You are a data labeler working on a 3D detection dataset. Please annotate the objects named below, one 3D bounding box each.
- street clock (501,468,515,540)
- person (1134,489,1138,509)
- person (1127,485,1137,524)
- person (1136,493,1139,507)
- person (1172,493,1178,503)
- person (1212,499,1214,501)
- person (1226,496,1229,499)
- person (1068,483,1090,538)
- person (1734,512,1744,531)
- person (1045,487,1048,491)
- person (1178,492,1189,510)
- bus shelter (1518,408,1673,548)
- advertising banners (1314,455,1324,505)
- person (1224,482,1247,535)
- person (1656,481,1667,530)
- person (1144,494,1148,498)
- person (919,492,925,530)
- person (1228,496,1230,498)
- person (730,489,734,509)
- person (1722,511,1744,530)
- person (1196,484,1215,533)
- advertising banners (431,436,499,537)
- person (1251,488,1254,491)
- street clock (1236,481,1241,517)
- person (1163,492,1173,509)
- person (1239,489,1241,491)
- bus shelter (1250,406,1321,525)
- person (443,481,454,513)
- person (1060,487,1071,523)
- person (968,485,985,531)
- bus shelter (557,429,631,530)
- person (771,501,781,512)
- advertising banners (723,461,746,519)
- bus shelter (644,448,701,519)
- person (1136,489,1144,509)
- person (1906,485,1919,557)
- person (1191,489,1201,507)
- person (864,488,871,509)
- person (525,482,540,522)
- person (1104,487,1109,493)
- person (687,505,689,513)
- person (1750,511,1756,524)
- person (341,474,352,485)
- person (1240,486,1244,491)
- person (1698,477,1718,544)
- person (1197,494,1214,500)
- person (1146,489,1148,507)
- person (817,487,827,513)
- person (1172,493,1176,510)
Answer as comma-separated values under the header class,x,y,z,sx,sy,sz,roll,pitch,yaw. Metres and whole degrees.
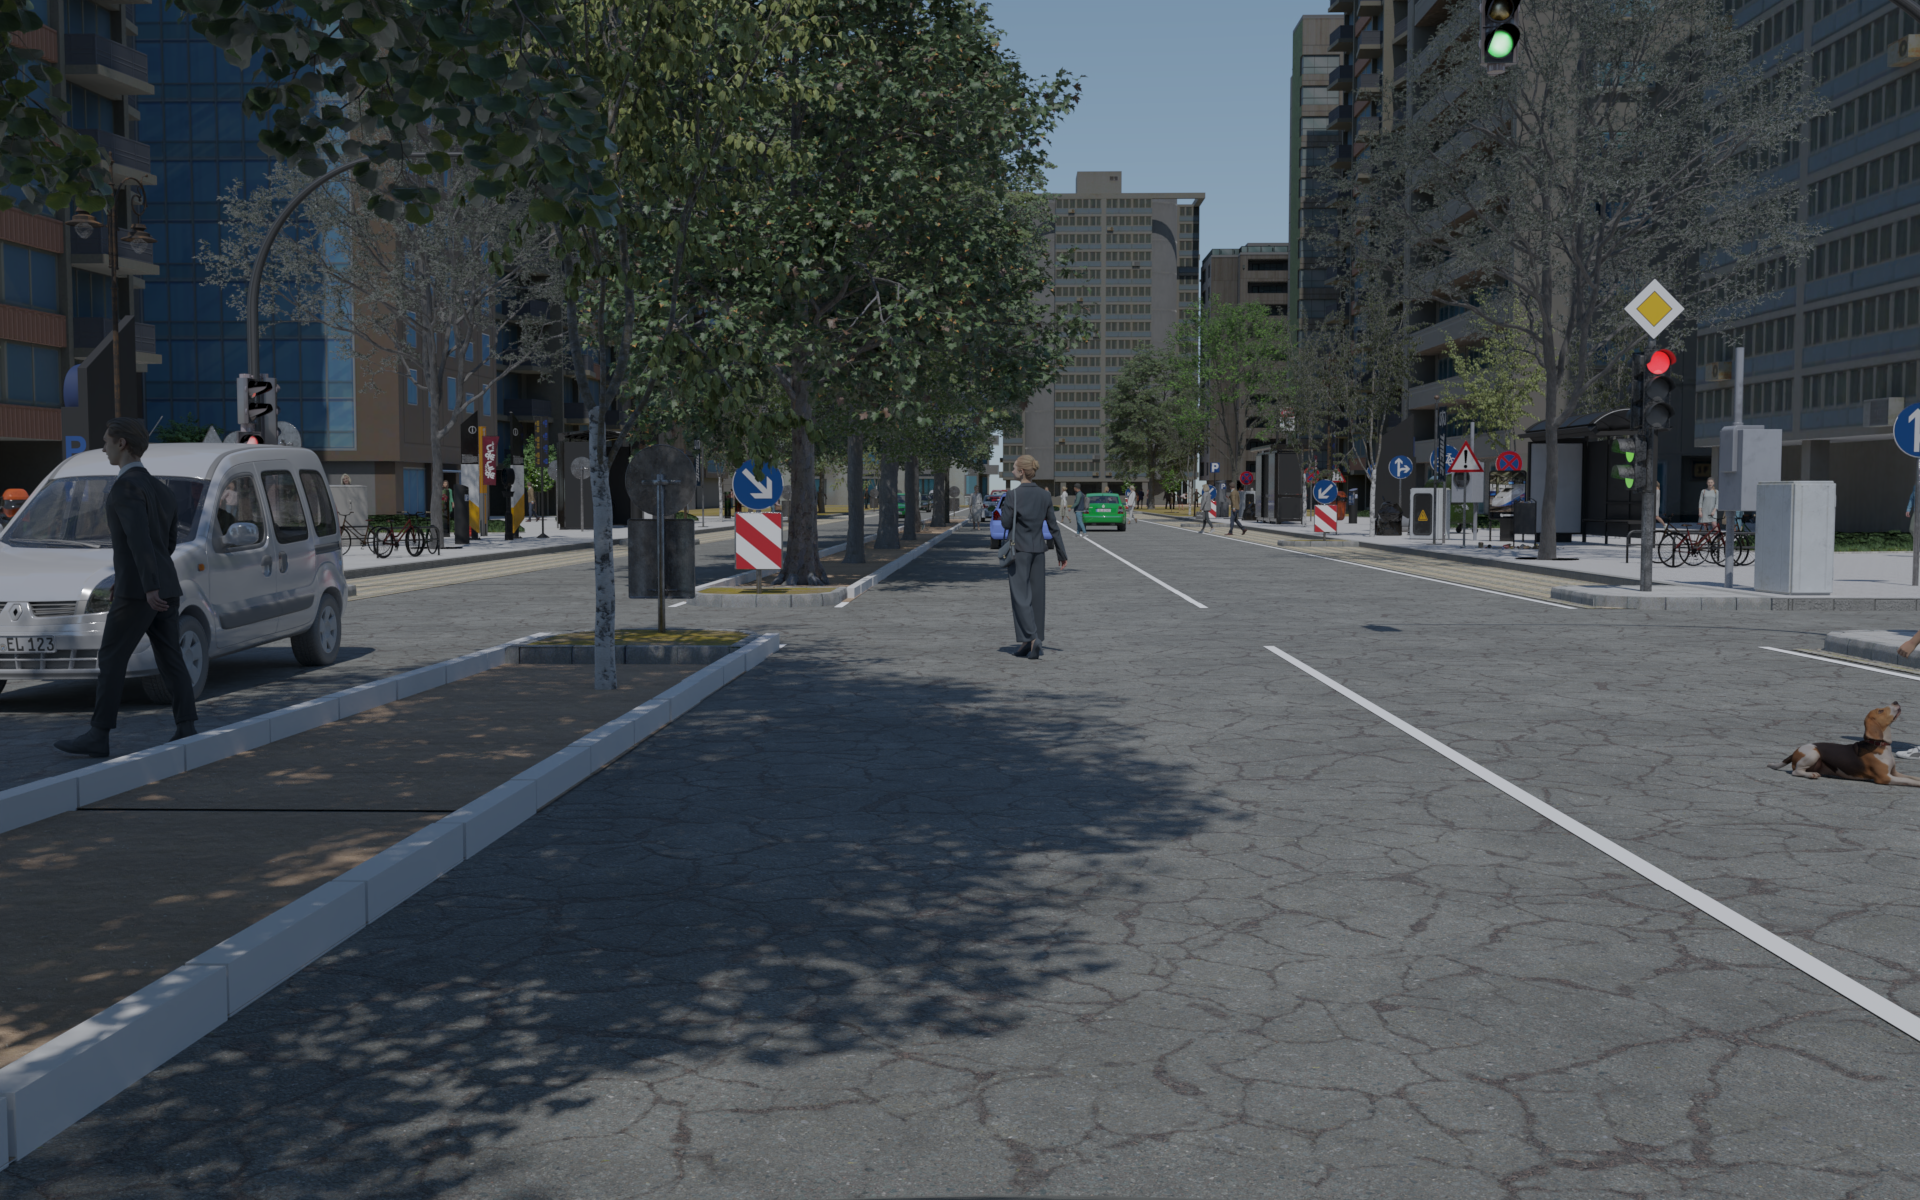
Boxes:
class,x,y,z,sx,sy,sz,roll,pitch,yaw
street clock,-12.516,-2.657,48.013,0.358,2.002,0.471,-3,4,-36
person,15.405,-9.015,153.958,0.721,1.766,1.217,-3,5,-40
person,8.224,-4.534,82.514,0.818,1.842,0.514,-3,4,-38
person,16.192,-9.083,157.806,0.557,1.426,1.065,3,4,36
person,19.226,-9.199,156.446,1.348,1.824,0.705,-2,4,-32
person,19.939,-7.932,136.286,0.434,1.755,0.990,1,4,19
person,18.606,-7.202,123.740,1.348,1.831,0.705,-1,4,-23
person,3.929,-2.959,57.227,0.721,1.781,0.623,0,4,3
person,25.469,-3.088,56.631,0.616,1.811,0.778,0,4,-1
person,4.851,-5.385,96.648,0.850,1.850,0.679,-2,4,-30
person,17.451,-7.717,135.397,0.799,1.438,0.628,-1,4,-16
bus shelter,15.790,-3.029,43.454,2.014,3.302,5.546,0,4,2
advertising banners,16.275,-5.031,78.451,0.090,3.025,2.074,2,4,25
person,9.531,-3.151,59.934,0.836,1.842,0.656,0,4,-7
person,23.242,-3.121,57.815,0.760,1.731,0.466,-1,4,-14
person,16.816,-9.019,154.222,0.721,1.743,1.217,-2,4,-32
person,-1.667,-3.688,69.288,0.515,1.767,0.782,0,4,-3
person,20.007,-7.264,125.547,1.217,1.736,0.721,2,4,31
person,-19.673,-8.676,148.612,0.721,1.736,1.217,-2,4,-33
person,23.482,-2.836,52.390,0.794,1.824,0.713,0,4,0
person,8.957,-3.330,63.134,0.728,1.800,0.709,2,4,30
advertising banners,-14.716,-3.388,51.584,2.074,3.025,0.090,-2,4,-33
person,21.993,-7.568,130.515,1.217,1.736,0.721,0,4,8
street clock,15.127,-5.512,94.688,0.471,2.002,0.358,-3,5,-43
person,17.657,-8.558,146.513,0.990,1.755,0.434,0,4,-4
person,17.718,-6.354,109.900,0.705,1.831,1.348,-3,5,-43
bus shelter,14.202,-6.072,76.903,2.179,5.291,8.768,0,4,2
person,-19.618,-3.659,66.109,0.600,1.795,0.529,-1,4,-15
person,5.151,-4.643,84.638,0.641,1.798,0.478,2,4,35
person,0.670,-3.627,68.159,0.694,1.780,0.624,1,4,9
bus shelter,-13.487,-4.506,64.957,1.731,3.624,6.357,0,4,2
person,-7.914,-3.927,73.301,0.643,1.750,0.593,-2,4,-30
advertising banners,-11.616,-5.766,90.465,0.090,3.025,2.074,3,4,39
bus shelter,-12.556,-4.904,74.111,2.014,3.302,5.546,0,4,2
person,15.810,-8.895,151.932,0.683,1.767,0.568,0,4,-8
person,19.549,-1.758,35.127,0.444,1.785,0.601,-2,4,-24
person,22.848,-9.842,167.088,1.348,1.807,0.705,-2,4,-25
person,-7.925,-8.647,147.451,0.705,1.821,1.348,1,4,21
person,-19.726,-4.515,79.779,0.656,1.842,0.836,3,5,44
person,7.196,-4.730,86.049,0.699,1.804,1.509,1,4,15
person,-18.367,-6.536,116.132,0.599,1.433,0.991,3,4,36
person,34.481,-4.243,75.283,0.748,1.841,0.638,-2,4,-31
person,-15.743,-2.348,44.620,0.537,1.800,0.526,-1,4,-23
person,16.550,-5.775,101.178,0.721,1.736,1.217,-2,4,-33
person,18.926,-2.243,43.717,0.512,1.701,0.522,2,4,27
person,15.865,-6.431,111.925,1.217,1.736,0.721,3,4,37
person,19.101,-10.275,174.566,0.750,1.759,0.617,2,4,31
person,-9.717,-6.966,119.940,1.348,1.824,0.705,-3,4,-38
person,17.831,-8.375,143.684,0.721,1.735,1.217,0,4,4
